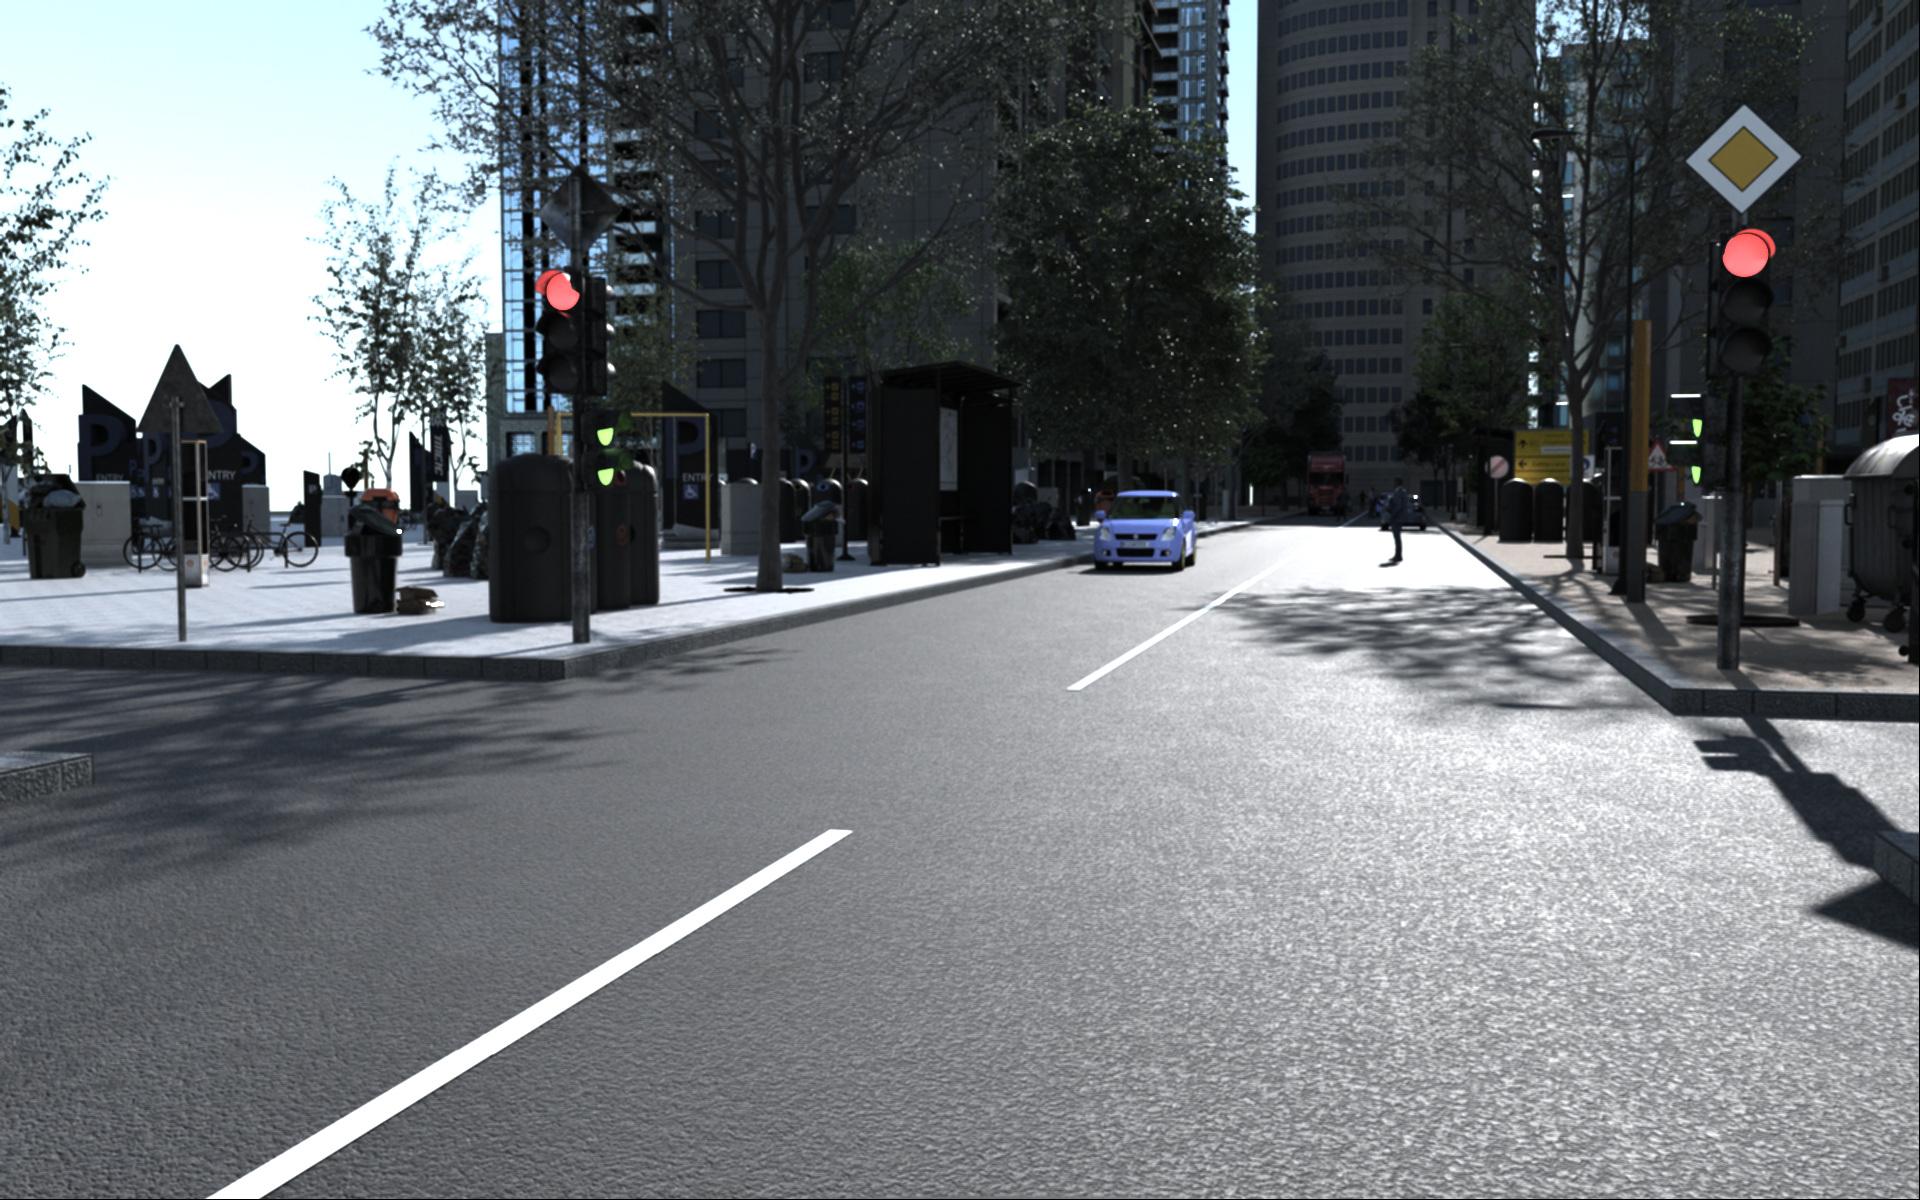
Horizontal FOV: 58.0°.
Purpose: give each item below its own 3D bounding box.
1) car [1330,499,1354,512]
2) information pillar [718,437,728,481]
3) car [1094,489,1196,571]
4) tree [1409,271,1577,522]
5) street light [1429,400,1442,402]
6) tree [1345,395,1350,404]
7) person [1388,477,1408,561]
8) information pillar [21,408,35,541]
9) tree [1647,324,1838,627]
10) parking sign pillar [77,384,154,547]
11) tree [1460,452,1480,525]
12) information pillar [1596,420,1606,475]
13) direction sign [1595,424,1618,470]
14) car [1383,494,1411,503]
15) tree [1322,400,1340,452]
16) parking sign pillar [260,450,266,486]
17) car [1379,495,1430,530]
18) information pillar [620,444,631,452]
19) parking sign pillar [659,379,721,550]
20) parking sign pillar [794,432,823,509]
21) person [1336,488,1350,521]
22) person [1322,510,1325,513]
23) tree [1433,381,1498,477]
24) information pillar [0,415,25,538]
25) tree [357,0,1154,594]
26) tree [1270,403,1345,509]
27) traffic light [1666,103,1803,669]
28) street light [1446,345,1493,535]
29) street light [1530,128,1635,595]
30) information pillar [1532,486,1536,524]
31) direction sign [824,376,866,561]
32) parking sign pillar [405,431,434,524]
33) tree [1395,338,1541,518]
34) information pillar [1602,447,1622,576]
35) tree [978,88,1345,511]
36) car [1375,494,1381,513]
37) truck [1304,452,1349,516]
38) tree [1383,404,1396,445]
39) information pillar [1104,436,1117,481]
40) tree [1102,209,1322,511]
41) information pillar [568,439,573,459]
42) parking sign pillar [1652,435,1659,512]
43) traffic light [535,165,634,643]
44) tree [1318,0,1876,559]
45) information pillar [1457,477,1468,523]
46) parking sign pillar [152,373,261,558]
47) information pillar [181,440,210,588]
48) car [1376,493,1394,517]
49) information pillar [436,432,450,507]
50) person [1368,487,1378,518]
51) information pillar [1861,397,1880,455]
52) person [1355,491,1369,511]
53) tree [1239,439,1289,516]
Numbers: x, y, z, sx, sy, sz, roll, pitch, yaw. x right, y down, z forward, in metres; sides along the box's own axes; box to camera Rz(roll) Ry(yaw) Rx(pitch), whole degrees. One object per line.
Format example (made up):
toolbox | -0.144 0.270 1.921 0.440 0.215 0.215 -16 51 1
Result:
car | 30.986 -7.881 140.854 2.014 1.417 4.499 1 4 13
information pillar | -9.652 -4.850 70.645 0.504 3.616 0.183 3 5 39
car | 3.621 -1.469 33.606 1.945 1.707 3.694 1 4 12
tree | 24.506 -9.428 79.900 9.928 11.665 9.643 0 3 0
street light | 23.848 -6.912 85.549 1.470 5.913 1.316 1 4 14
tree | 24.894 -13.835 132.853 9.857 13.997 8.962 0 3 0
person | 9.380 -1.737 37.082 0.419 1.800 0.721 1 4 19
information pillar | -25.530 -3.433 47.486 0.183 3.616 0.504 0 4 -6
tree | 7.625 -1.375 17.089 1.663 3.219 1.824 0 3 0
parking sign pillar | -20.789 -3.289 42.246 1.447 3.967 1.447 0 4 5
tree | 21.397 -4.719 71.753 1.663 3.219 1.824 0 3 0
information pillar | 20.295 -3.887 54.907 0.183 3.616 0.504 3 5 44
direction sign | 20.878 -3.914 55.985 0.379 3.537 0.876 -2 4 -29
car | 26.131 -5.651 102.616 2.015 1.641 3.980 1 4 13
tree | 32.143 -14.949 162.537 7.486 12.596 7.792 0 3 0
parking sign pillar | -32.145 -5.506 78.496 1.447 3.967 1.447 1 4 11
car | 17.968 -3.550 70.050 2.014 1.417 4.499 1 4 15
information pillar | -15.189 -5.336 78.598 0.504 3.616 0.183 0 4 -6
parking sign pillar | -6.322 -3.191 40.644 1.447 3.967 1.447 0 4 -7
parking sign pillar | -6.557 -5.295 75.045 1.447 3.967 1.447 3 4 37
person | 20.212 -5.048 91.478 0.683 1.767 0.568 0 4 2
person | 27.293 -7.432 130.021 0.705 1.824 1.348 1 4 22
tree | 31.249 -9.537 106.299 4.360 8.622 3.978 0 3 0
information pillar | -28.018 -3.652 51.068 0.504 3.616 0.183 0 4 -7
tree | -2.402 -6.856 22.463 12.009 13.543 11.850 0 3 0
tree | 29.841 -13.241 150.899 8.767 10.594 7.601 3 4 39
traffic light | 5.633 -1.450 12.633 0.839 4.253 0.868 1 4 14
street light | 15.917 -4.978 53.934 1.470 5.913 1.316 1 4 14
street light | 7.933 -3.028 22.057 1.470 5.913 1.316 1 4 14
information pillar | 20.584 -4.341 62.325 0.504 3.616 0.183 -2 4 -33
direction sign | -2.211 -2.533 33.412 0.876 3.537 0.379 1 4 21
parking sign pillar | -23.218 -5.272 74.667 1.447 3.967 1.447 1 4 11
tree | 27.829 -9.746 93.751 7.601 10.594 8.767 1 4 16
information pillar | 10.262 -1.384 27.124 0.304 2.012 0.304 1 4 10
tree | 5.052 -8.977 53.427 9.857 13.997 8.962 0 3 0
car | 32.616 -7.491 132.263 2.009 1.686 4.222 1 4 15
truck | 24.794 -7.841 117.115 2.839 4.237 11.283 1 4 12
tree | 34.817 -11.572 123.611 8.767 10.594 7.601 -1 4 -11
information pillar | 5.473 -4.380 62.964 0.504 3.616 0.183 -1 4 -13
tree | 8.912 -9.253 69.420 7.486 12.596 7.792 0 3 0
information pillar | -15.613 -4.799 69.819 0.504 3.616 0.183 3 5 43
parking sign pillar | 31.396 -5.566 79.470 1.447 3.967 1.447 -1 4 -23
traffic light | -3.256 -1.586 14.846 0.839 4.253 0.868 1 4 14
tree | 12.258 -7.567 34.086 12.009 13.543 11.850 0 3 0
information pillar | 22.029 -4.370 75.946 0.304 2.012 0.304 -2 4 -24
parking sign pillar | -15.431 -2.873 35.453 1.447 3.967 1.447 3 5 44
information pillar | -10.506 -1.176 23.723 0.304 2.012 0.304 0 4 -3
car | 27.365 -6.162 110.334 1.945 1.707 3.694 1 4 13
information pillar | -18.235 -4.268 61.131 0.504 3.616 0.183 -1 4 -12
person | 24.611 -5.785 102.959 0.599 1.838 0.709 3 4 37
information pillar | 22.096 -3.102 42.071 0.183 3.616 0.504 -1 4 -12
person | 33.335 -8.199 143.374 1.217 1.723 0.721 1 4 21
tree | 17.832 -7.205 101.516 4.285 4.588 4.351 0 3 0
